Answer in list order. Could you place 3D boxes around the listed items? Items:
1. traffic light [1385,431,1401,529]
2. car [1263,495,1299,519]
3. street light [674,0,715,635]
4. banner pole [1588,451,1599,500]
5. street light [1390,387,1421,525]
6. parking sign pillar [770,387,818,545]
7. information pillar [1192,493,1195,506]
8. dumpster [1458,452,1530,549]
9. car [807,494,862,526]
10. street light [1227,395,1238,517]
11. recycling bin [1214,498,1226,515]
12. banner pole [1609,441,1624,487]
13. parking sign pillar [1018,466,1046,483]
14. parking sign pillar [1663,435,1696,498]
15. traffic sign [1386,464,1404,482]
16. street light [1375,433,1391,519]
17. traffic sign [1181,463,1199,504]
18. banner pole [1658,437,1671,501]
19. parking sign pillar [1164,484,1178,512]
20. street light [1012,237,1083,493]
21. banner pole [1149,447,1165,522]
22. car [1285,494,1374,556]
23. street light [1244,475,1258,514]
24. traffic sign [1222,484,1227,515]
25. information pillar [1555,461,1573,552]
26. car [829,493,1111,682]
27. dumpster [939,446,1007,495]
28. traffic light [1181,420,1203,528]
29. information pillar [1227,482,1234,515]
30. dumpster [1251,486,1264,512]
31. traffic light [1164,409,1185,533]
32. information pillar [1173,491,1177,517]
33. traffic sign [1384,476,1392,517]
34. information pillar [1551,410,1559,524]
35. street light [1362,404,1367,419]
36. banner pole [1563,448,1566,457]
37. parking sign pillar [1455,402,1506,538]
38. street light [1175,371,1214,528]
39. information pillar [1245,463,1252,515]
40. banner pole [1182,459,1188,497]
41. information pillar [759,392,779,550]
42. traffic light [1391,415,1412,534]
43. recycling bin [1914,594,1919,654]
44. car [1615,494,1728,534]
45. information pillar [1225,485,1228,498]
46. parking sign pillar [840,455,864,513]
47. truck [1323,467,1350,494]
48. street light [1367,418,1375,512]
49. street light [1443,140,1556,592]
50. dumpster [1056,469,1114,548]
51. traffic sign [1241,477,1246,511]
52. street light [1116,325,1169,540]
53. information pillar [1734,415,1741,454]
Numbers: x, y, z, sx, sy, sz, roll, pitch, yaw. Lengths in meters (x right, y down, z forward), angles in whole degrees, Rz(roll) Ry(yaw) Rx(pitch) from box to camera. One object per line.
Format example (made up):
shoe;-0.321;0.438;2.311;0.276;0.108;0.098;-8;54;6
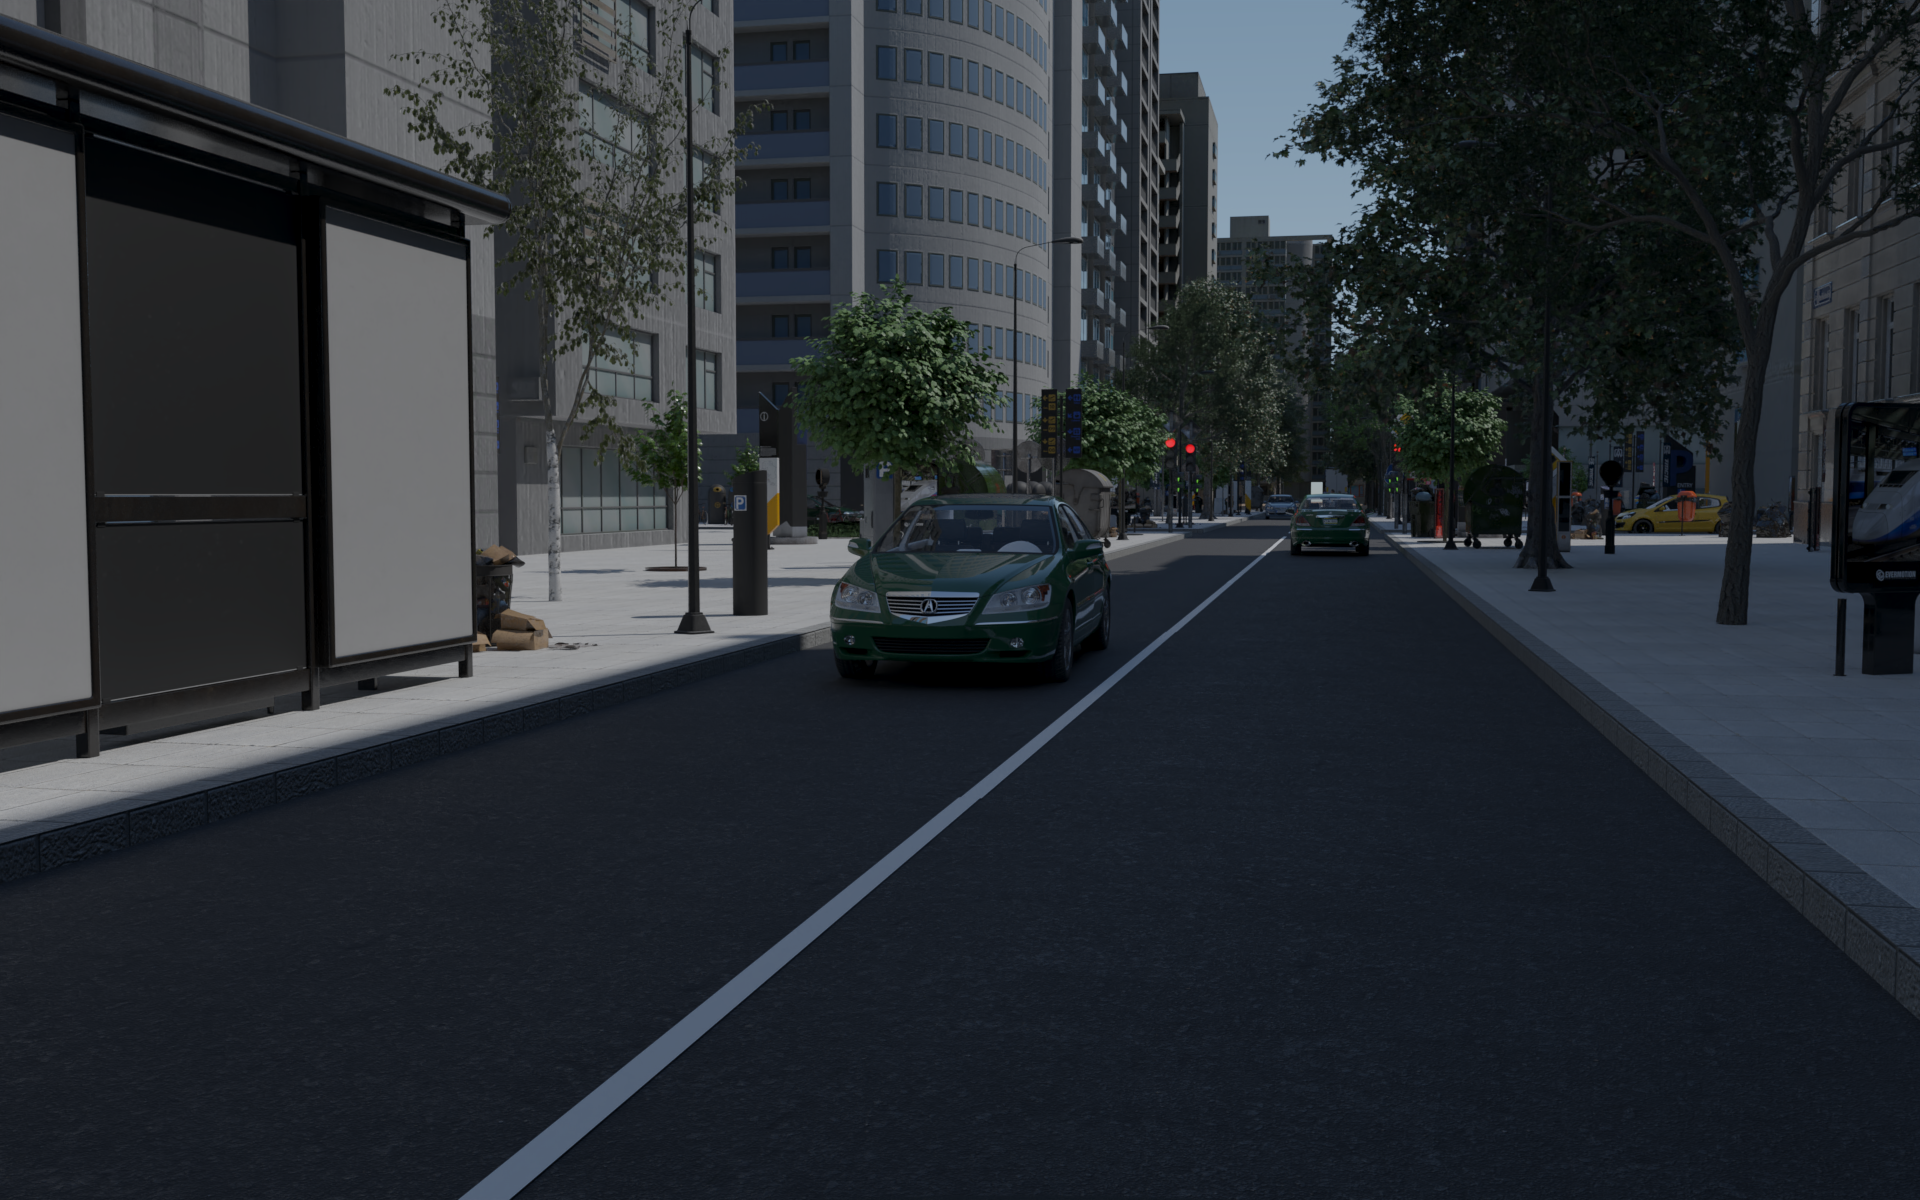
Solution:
traffic light;16.056;-4.574;63.698;0.839;4.253;0.868;1;4;12
car;18.445;-5.357;99.592;2.014;1.417;4.499;1;4;10
street light;-1.923;-2.638;15.670;1.470;5.913;1.316;1;4;12
banner pole;36.924;-6.785;100.951;0.401;3.779;0.863;-2;4;-33
street light;10.792;-4.120;39.899;1.470;5.913;1.316;1;4;12
parking sign pillar;-4.373;-3.419;44.369;1.447;3.967;1.447;-2;4;-29
information pillar;17.284;-8.436;129.290;0.504;3.616;0.183;1;4;14
dumpster;12.657;-2.363;41.126;1.502;2.255;1.985;1;4;12
car;-5.661;-3.362;64.757;4.222;1.686;2.009;1;4;11
street light;12.351;-6.647;81.223;1.470;5.913;1.316;1;4;12
recycling bin;16.422;-5.909;109.164;0.722;1.027;0.722;-2;4;-28
banner pole;30.132;-5.488;79.750;0.863;3.779;0.401;3;5;43
parking sign pillar;3.175;-5.414;76.986;1.447;3.967;1.447;2;4;30
parking sign pillar;31.775;-5.384;76.502;1.447;3.967;1.447;0;4;-5
traffic sign;17.703;-4.296;70.353;0.768;2.556;0.104;1;4;15
street light;14.280;-5.098;55.900;1.470;5.913;1.316;1;4;12
traffic sign;9.151;-4.222;69.131;0.768;2.556;0.104;1;4;17
banner pole;29.984;-5.125;73.808;0.863;3.779;0.401;-2;4;-26
parking sign pillar;15.108;-8.292;124.047;1.447;3.967;1.447;2;4;27
street light;1.535;-3.609;31.543;1.470;5.913;1.316;1;4;12
banner pole;9.208;-5.533;80.483;0.863;3.779;0.401;2;4;26
car;8.915;-1.835;41.804;2.131;1.459;4.920;1;4;11
street light;15.752;-7.619;97.110;1.470;5.913;1.316;1;4;12
traffic sign;15.794;-6.356;104.033;0.768;2.556;0.104;1;4;22
information pillar;13.317;-2.062;38.206;0.304;2.012;0.304;1;4;13
car;0.226;-0.187;14.853;2.131;1.459;4.920;1;4;11
dumpster;0.019;-1.966;34.635;1.502;2.255;1.985;1;4;12
traffic light;8.712;-4.670;65.272;0.839;4.253;0.868;1;4;12
information pillar;16.549;-6.204;105.925;0.304;2.012;0.304;2;4;24
dumpster;21.075;-7.231;123.987;1.264;1.857;1.865;1;4;12
traffic light;7.016;-4.193;57.469;0.839;4.253;0.868;1;4;12
information pillar;12.157;-5.745;98.416;0.304;2.012;0.304;-1;4;-18
traffic sign;22.929;-5.622;92.022;0.768;2.556;0.104;1;4;17
information pillar;14.684;-3.169;43.160;0.504;3.616;0.183;-2;4;-26
street light;21.444;-7.100;88.620;1.470;5.913;1.316;1;4;12
banner pole;32.538;-6.325;93.438;0.401;3.779;0.863;2;4;26
parking sign pillar;15.378;-3.828;51.061;1.447;3.967;1.447;1;4;12
street light;8.855;-5.676;65.337;1.470;5.913;1.316;1;4;12
information pillar;17.851;-7.087;107.231;0.504;3.616;0.183;-3;5;-41
banner pole;14.265;-7.304;109.438;0.863;3.779;0.401;-1;4;-22
information pillar;-4.393;-2.961;39.763;0.504;3.616;0.183;2;4;24
traffic light;14.360;-4.096;55.895;0.839;4.253;0.868;1;4;12
recycling bin;7.943;-0.095;14.112;0.722;1.027;0.722;-2;4;-29
car;24.198;-2.951;58.471;3.980;1.641;2.015;1;4;13
information pillar;17.012;-7.253;109.940;0.504;3.616;0.183;3;4;38
parking sign pillar;-4.255;-5.067;71.316;1.447;3.967;1.447;0;4;7
truck;40.268;-12.010;185.284;2.839;4.237;11.283;1;4;12
street light;17.930;-6.130;72.759;1.470;5.913;1.316;1;4;12
street light;7.162;-3.075;22.824;1.470;5.913;1.316;1;4;12
dumpster;2.834;-2.113;40.311;1.264;1.857;1.865;1;4;12
traffic sign;21.055;-7.805;127.713;0.768;2.556;0.104;1;4;19
street light;5.058;-4.611;47.924;1.470;5.913;1.316;1;4;12
information pillar;21.130;-3.397;46.901;0.504;3.616;0.183;-2;4;-31
